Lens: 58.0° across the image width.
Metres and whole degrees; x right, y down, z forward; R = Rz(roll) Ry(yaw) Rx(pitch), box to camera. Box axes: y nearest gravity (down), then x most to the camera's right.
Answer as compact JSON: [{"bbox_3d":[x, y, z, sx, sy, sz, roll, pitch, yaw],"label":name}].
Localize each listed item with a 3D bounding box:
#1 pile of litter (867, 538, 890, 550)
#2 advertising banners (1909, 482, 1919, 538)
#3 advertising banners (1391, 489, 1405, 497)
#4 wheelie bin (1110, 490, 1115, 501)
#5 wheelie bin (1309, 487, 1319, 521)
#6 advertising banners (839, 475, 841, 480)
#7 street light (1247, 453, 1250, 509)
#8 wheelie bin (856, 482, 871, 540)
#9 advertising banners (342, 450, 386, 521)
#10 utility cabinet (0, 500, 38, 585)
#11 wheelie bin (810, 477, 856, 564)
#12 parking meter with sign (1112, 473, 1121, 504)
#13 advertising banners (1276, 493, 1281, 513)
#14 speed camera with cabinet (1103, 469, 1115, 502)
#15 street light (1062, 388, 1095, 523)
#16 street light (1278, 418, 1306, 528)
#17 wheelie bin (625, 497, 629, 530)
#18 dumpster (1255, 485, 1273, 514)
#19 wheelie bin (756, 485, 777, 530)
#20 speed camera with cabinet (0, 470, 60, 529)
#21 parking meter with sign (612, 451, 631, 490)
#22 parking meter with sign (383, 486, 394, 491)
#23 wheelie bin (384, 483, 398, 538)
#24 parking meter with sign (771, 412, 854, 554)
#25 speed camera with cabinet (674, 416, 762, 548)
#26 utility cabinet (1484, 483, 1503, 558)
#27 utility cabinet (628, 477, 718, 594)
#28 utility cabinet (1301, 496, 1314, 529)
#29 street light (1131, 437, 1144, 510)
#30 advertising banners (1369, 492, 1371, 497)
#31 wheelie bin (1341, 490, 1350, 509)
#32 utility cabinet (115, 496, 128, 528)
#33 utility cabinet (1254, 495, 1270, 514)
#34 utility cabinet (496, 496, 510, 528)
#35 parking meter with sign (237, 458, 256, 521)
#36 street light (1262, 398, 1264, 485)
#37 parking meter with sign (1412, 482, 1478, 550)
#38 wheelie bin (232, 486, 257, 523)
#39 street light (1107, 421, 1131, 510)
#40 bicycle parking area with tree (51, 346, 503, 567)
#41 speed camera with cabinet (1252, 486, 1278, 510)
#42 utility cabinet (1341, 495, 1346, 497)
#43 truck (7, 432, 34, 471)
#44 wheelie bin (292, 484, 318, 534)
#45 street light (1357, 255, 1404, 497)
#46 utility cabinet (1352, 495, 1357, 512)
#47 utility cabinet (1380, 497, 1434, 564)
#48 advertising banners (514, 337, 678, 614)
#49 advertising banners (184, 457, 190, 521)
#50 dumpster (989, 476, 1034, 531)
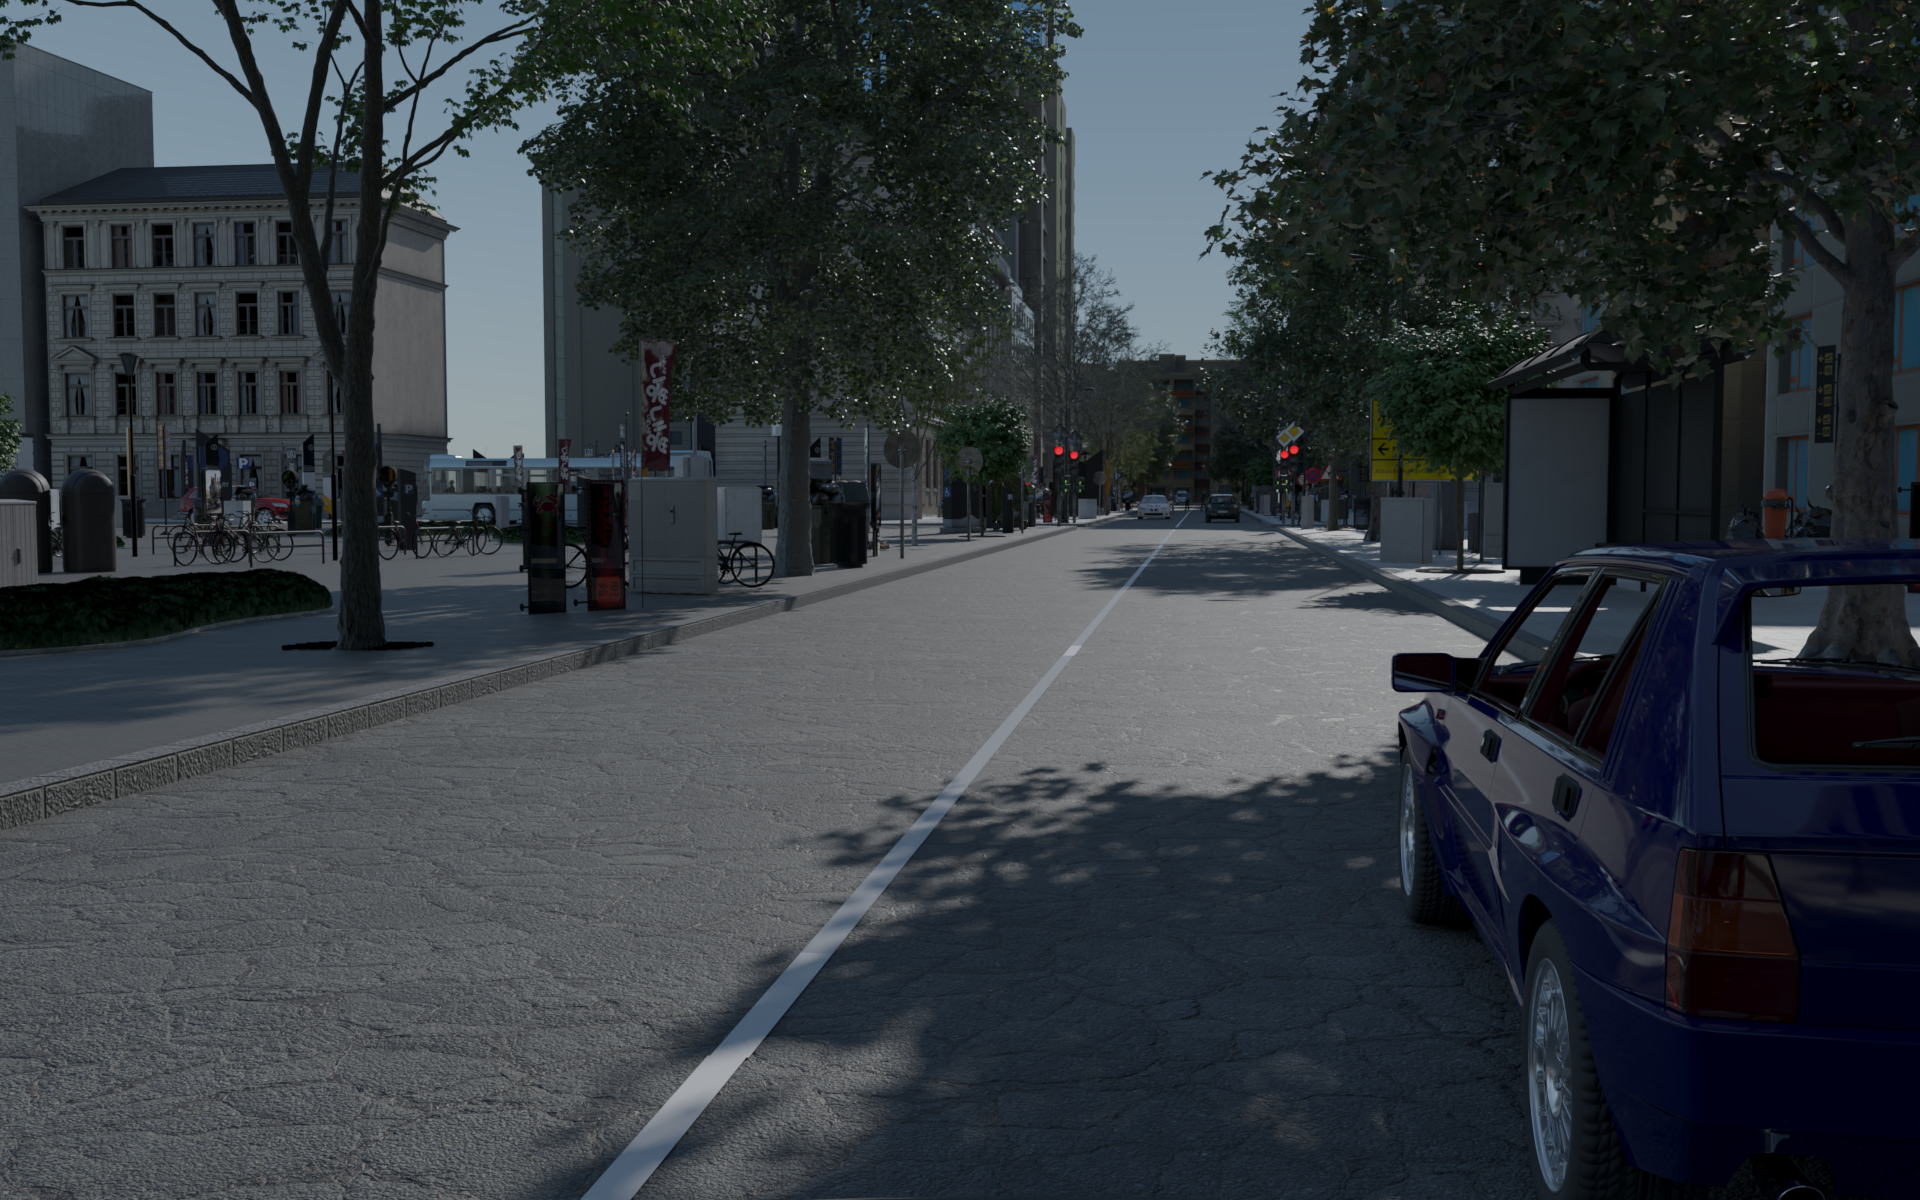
[{"bbox_3d":[-2.273,-1.639,40.765,1.176,0.858,1.719,-1,4,-14],"label":"pile of litter"},{"bbox_3d":[12.421,-1.593,22.227,0.090,3.025,2.074,-2,4,-28],"label":"advertising banners"},{"bbox_3d":[13.445,-3.536,54.000,0.090,3.025,2.074,3,4,36],"label":"advertising banners"},{"bbox_3d":[11.401,-7.626,132.595,0.693,1.594,0.980,3,5,39],"label":"wheelie bin"},{"bbox_3d":[16.812,-4.539,82.114,0.693,1.594,0.980,-2,4,-24],"label":"wheelie bin"},{"bbox_3d":[-5.594,-5.355,83.747,0.090,3.025,2.074,1,4,14],"label":"advertising banners"},{"bbox_3d":[19.788,-8.798,116.393,1.470,5.913,1.316,0,4,8],"label":"street light"},{"bbox_3d":[-2.788,-2.267,44.981,0.980,1.594,0.693,-1,4,-20],"label":"wheelie bin"},{"bbox_3d":[-23.521,-4.449,68.922,2.074,3.025,0.090,0,4,-1],"label":"advertising banners"},{"bbox_3d":[-11.271,-0.557,20.267,0.306,1.237,1.020,1,4,11],"label":"utility cabinet"},{"bbox_3d":[-2.558,-1.483,32.149,0.693,1.594,0.980,2,4,35],"label":"wheelie bin"},{"bbox_3d":[12.780,-8.946,142.527,0.543,3.016,1.738,1,4,19],"label":"parking meter with sign"},{"bbox_3d":[21.649,-7.369,116.674,0.090,3.025,2.074,-2,4,-27],"label":"advertising banners"},{"bbox_3d":[11.849,-8.809,138.370,0.660,3.252,2.038,-1,4,-10],"label":"speed camera with cabinet"},{"bbox_3d":[5.185,-6.319,75.858,1.470,5.913,1.316,0,4,8],"label":"street light"},{"bbox_3d":[12.666,-5.739,66.366,1.470,5.913,1.316,0,4,8],"label":"street light"},{"bbox_3d":[-7.434,-2.003,40.662,0.693,1.594,0.980,0,4,7],"label":"wheelie bin"},{"bbox_3d":[19.679,-6.478,111.678,1.264,1.857,1.865,0,4,8],"label":"dumpster"},{"bbox_3d":[-7.011,-3.345,62.606,0.980,1.594,0.693,-2,4,-26],"label":"wheelie bin"},{"bbox_3d":[-32.809,-4.067,60.831,2.038,3.252,0.660,0,4,1],"label":"speed camera with cabinet"},{"bbox_3d":[-13.720,-4.497,69.788,0.543,3.016,1.738,1,4,15],"label":"parking meter with sign"},{"bbox_3d":[-28.287,-5.461,85.549,1.738,3.016,0.543,-1,4,-22],"label":"parking meter with sign"},{"bbox_3d":[-15.748,-2.481,48.473,0.693,1.594,0.980,-2,4,-31],"label":"wheelie bin"},{"bbox_3d":[-3.043,-2.450,36.318,1.738,3.016,0.543,-2,4,-30],"label":"parking meter with sign"},{"bbox_3d":[-5.788,-2.882,41.464,2.038,3.252,0.660,-2,4,-33],"label":"speed camera with cabinet"},{"bbox_3d":[10.938,-1.563,34.232,1.173,1.500,0.318,0,4,4],"label":"utility cabinet"},{"bbox_3d":[-3.696,-0.830,22.249,1.173,1.500,0.318,2,4,25],"label":"utility cabinet"},{"bbox_3d":[12.784,-3.216,63.736,0.306,1.237,1.020,1,4,22],"label":"utility cabinet"},{"bbox_3d":[14.531,-10.381,142.273,1.470,5.913,1.316,0,4,8],"label":"street light"},{"bbox_3d":[25.141,-6.691,105.589,0.090,3.025,2.074,0,4,6],"label":"advertising banners"},{"bbox_3d":[32.125,-8.361,144.614,0.693,1.594,0.980,-3,4,-38],"label":"wheelie bin"},{"bbox_3d":[-32.141,-3.342,65.801,0.306,1.237,1.020,3,4,36],"label":"utility cabinet"},{"bbox_3d":[20.564,-6.565,118.497,0.306,1.237,1.020,-2,4,-34],"label":"utility cabinet"},{"bbox_3d":[-16.944,-3.244,64.204,0.306,1.237,1.020,-2,4,-26],"label":"utility cabinet"},{"bbox_3d":[-33.726,-5.254,82.164,0.543,3.016,1.738,-3,5,-39],"label":"parking meter with sign"},{"bbox_3d":[15.042,-6.795,83.634,1.470,5.913,1.316,0,4,8],"label":"street light"},{"bbox_3d":[11.164,-2.648,39.559,1.738,3.016,0.543,0,4,-5],"label":"parking meter with sign"},{"bbox_3d":[-28.385,-3.723,68.783,0.693,1.594,0.980,2,4,34],"label":"wheelie bin"},{"bbox_3d":[9.782,-8.324,108.638,1.470,5.913,1.316,0,4,8],"label":"street light"},{"bbox_3d":[-14.352,-2.898,34.384,8.231,4.147,9.016,3,4,36],"label":"bicycle parking area with tree"},{"bbox_3d":[24.527,-8.863,139.250,2.038,3.252,0.660,3,4,36],"label":"speed camera with cabinet"},{"bbox_3d":[23.992,-6.050,110.080,0.306,1.237,1.020,-3,5,-44],"label":"utility cabinet"},{"bbox_3d":[-48.213,-5.520,79.157,11.283,4.237,2.839,0,4,7],"label":"truck"},{"bbox_3d":[-20.895,-2.897,55.278,0.693,1.594,0.980,0,4,-6],"label":"wheelie bin"},{"bbox_3d":[8.004,-3.734,33.595,1.470,5.913,1.316,0,4,8],"label":"street light"},{"bbox_3d":[28.934,-7.085,127.008,0.306,1.237,1.020,1,4,17],"label":"utility cabinet"},{"bbox_3d":[8.327,-1.293,32.296,0.306,1.237,1.020,-3,4,-36],"label":"utility cabinet"},{"bbox_3d":[-3.929,-1.398,19.046,0.090,3.025,2.074,3,5,44],"label":"advertising banners"},{"bbox_3d":[-37.075,-5.350,83.657,0.090,3.025,2.074,0,4,-5],"label":"advertising banners"},{"bbox_3d":[1.785,-3.601,61.363,1.502,2.255,1.985,0,4,8],"label":"dumpster"}]
